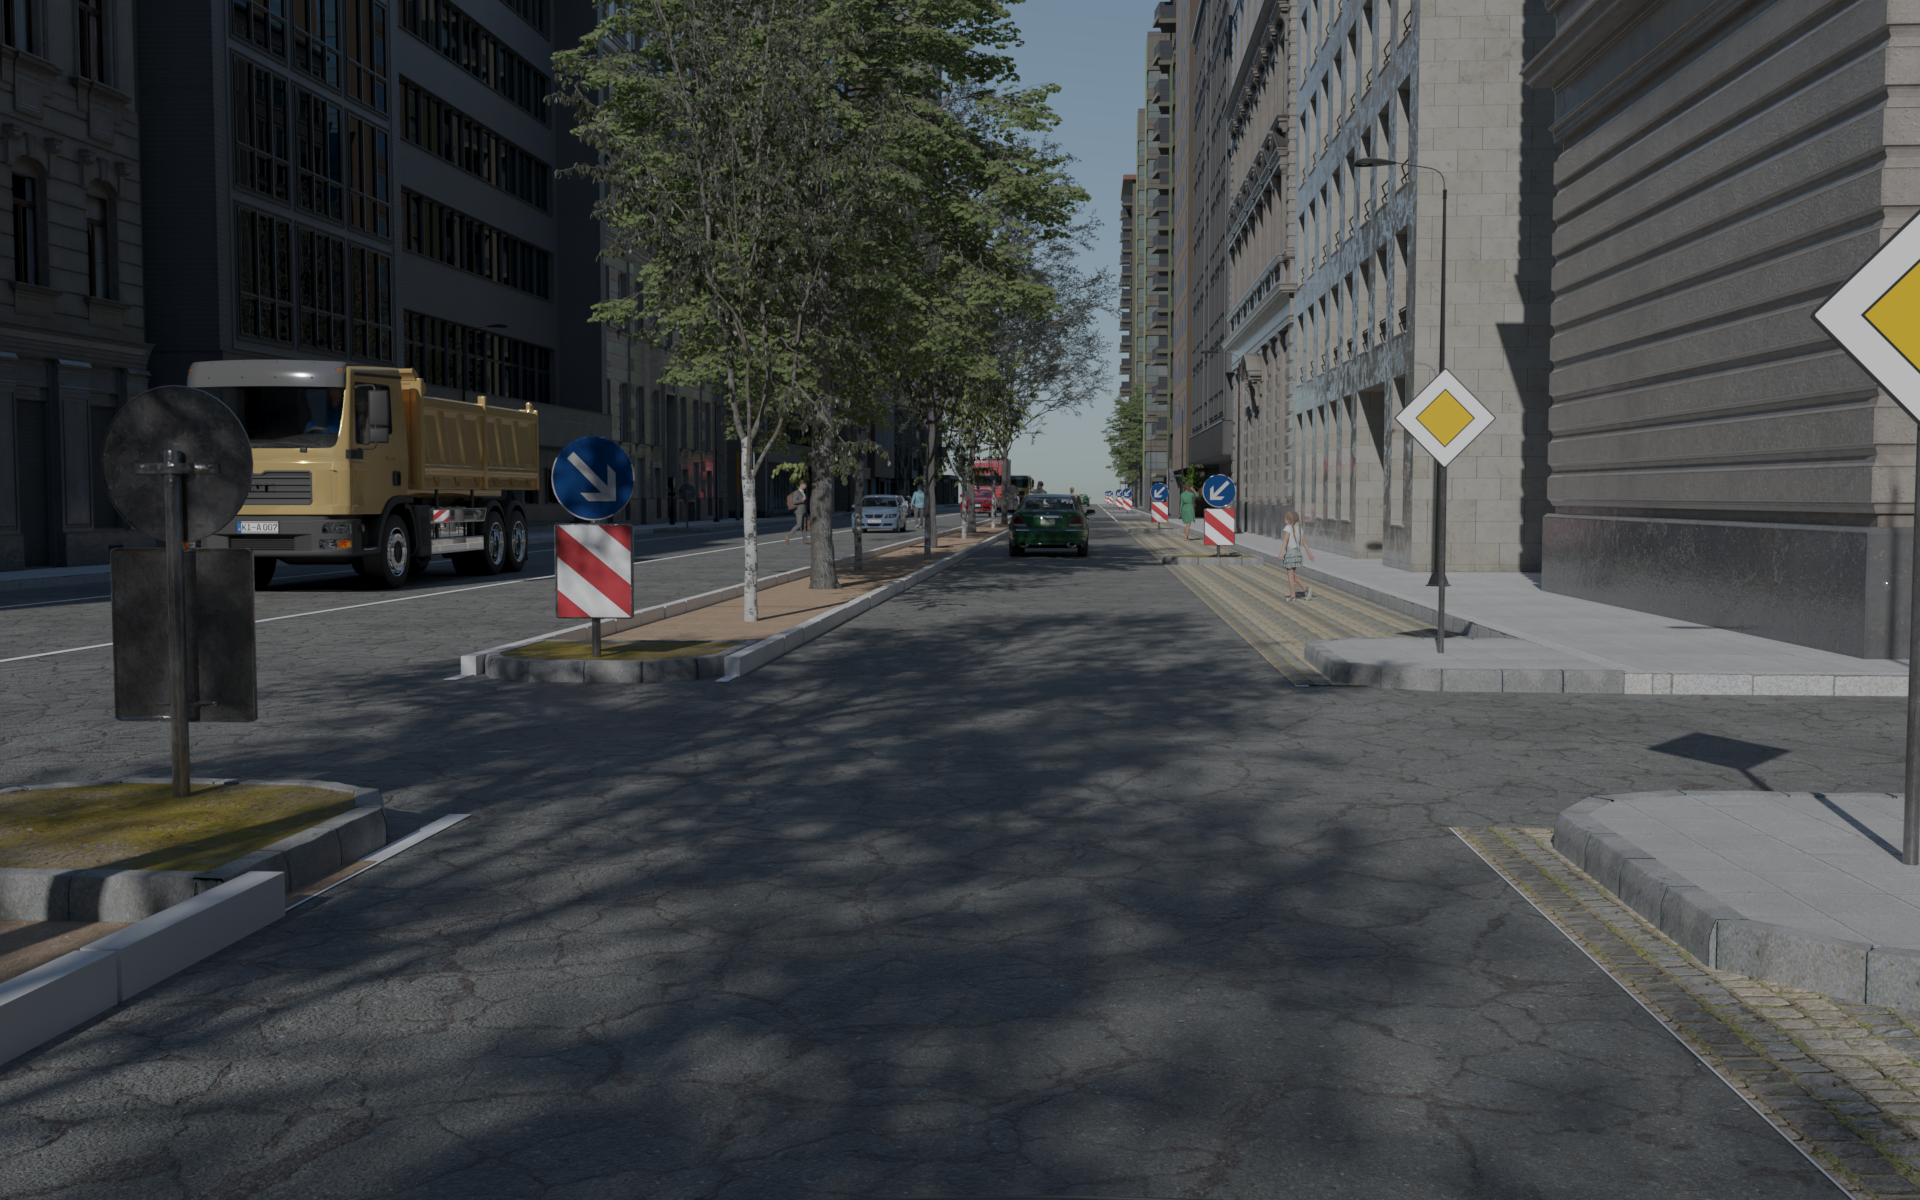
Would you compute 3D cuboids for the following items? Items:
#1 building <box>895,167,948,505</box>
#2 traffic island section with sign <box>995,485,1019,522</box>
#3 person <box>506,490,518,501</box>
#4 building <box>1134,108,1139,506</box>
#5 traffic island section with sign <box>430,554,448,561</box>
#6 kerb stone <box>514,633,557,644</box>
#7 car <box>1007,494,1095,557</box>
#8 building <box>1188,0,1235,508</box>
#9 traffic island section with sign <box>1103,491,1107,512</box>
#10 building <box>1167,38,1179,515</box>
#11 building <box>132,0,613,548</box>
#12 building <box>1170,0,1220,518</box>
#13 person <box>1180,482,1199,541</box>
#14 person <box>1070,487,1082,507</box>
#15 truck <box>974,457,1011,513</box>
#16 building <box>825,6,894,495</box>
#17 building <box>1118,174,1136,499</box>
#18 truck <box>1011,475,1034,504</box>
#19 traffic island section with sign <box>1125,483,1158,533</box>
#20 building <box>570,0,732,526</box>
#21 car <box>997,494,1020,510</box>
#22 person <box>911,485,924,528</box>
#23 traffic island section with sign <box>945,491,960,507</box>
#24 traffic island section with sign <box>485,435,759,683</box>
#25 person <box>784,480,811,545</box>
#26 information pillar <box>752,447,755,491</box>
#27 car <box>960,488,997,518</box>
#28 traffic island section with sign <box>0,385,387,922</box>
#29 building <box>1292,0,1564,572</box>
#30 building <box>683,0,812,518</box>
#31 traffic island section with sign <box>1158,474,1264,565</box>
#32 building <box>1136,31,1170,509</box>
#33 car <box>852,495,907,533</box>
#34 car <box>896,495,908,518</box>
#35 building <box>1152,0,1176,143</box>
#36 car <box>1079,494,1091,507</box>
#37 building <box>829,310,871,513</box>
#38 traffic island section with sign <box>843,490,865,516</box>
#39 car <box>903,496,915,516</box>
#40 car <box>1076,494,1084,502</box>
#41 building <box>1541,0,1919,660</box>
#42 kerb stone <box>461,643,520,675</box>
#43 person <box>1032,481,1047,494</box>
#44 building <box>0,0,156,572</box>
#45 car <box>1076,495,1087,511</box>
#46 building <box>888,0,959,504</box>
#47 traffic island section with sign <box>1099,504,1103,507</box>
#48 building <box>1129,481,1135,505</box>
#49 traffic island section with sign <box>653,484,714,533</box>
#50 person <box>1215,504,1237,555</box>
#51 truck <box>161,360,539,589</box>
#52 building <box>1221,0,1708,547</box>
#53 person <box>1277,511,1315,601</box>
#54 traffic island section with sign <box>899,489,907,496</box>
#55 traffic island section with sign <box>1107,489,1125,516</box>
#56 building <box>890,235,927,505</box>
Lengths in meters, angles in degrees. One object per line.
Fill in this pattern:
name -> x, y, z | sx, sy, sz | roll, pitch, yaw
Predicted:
building -> -13.000, -33.541, 203.018 | 22.147, 44.769, 28.867 | 0, 4, 4
traffic island section with sign -> 2.664, -4.950, 89.068 | 2.006, 1.907, 1.989 | 0, 4, 4
person -> -11.615, -2.208, 44.813 | 0.699, 1.804, 1.509 | -1, 4, -8
building -> 25.903, -30.757, 186.476 | 14.154, 41.232, 14.086 | 0, 4, 4
traffic island section with sign -> -12.305, -1.779, 37.717 | 1.989, 1.847, 2.006 | 0, 4, 4
kerb stone -> -3.773, 0.427, 15.221 | 0.120, 0.150, 1.000 | 0, 4, 4
car -> 2.139, -1.788, 41.028 | 2.131, 1.459, 4.920 | 0, 4, 4
building -> 17.955, -17.287, 76.149 | 14.314, 27.812, 24.014 | 0, 4, 4
traffic island section with sign -> 12.812, -8.063, 140.450 | 1.989, 1.847, 2.006 | 0, 4, 4
building -> 20.592, -20.892, 113.280 | 14.160, 30.474, 14.107 | 0, 4, 4
building -> -20.630, -14.004, 48.033 | 14.314, 24.678, 30.058 | 0, 4, 4
building -> 19.582, -27.439, 98.735 | 14.600, 45.320, 14.200 | 0, 4, 4
person -> 6.906, -2.681, 52.588 | 0.600, 1.795, 0.529 | 2, 4, 32
person -> 5.140, -4.218, 78.139 | 0.731, 1.740, 0.598 | 1, 4, 10
truck -> 2.461, -8.923, 134.801 | 2.839, 4.237, 11.283 | 0, 4, 5
building -> -13.279, -30.424, 147.550 | 14.600, 45.320, 14.200 | 0, 4, 4
building -> 32.497, -35.328, 232.229 | 22.147, 44.769, 28.867 | 0, 4, 4
truck -> 6.194, -11.318, 180.974 | 3.469, 3.379, 9.791 | 0, 4, 5
traffic island section with sign -> 7.200, -3.370, 63.728 | 1.989, 1.847, 2.006 | 0, 4, 4
building -> -18.335, -17.054, 76.099 | 12.463, 27.353, 25.104 | 0, 4, 4
car -> 4.220, -8.912, 154.387 | 2.281, 1.827, 5.304 | 0, 4, 4
person -> -1.734, -3.959, 73.254 | 0.660, 1.820, 0.620 | -1, 4, -12
traffic island section with sign -> -0.652, -11.533, 197.184 | 1.989, 1.847, 2.006 | 0, 4, 4
traffic island section with sign -> -2.804, -0.366, 14.128 | 2.006, 1.907, 1.989 | 0, 4, 4
person -> -4.564, -2.494, 49.249 | 0.822, 1.834, 0.622 | 0, 4, 5
information pillar -> -10.310, -5.811, 86.360 | 0.183, 3.616, 0.504 | 0, 4, 0
car -> 1.169, -6.041, 107.439 | 2.281, 1.827, 5.304 | 0, 4, 4
traffic island section with sign -> -3.353, 0.085, 6.741 | 2.006, 1.907, 1.989 | 0, 4, 4
building -> 13.212, -11.077, 35.855 | 10.420, 20.320, 16.860 | 0, 4, 4
building -> -20.119, -29.200, 101.114 | 21.300, 48.544, 21.600 | 0, 4, 4
traffic island section with sign -> 5.158, -1.649, 35.582 | 1.989, 1.847, 2.006 | 0, 4, 4
building -> 23.643, -28.933, 156.654 | 14.154, 41.232, 14.086 | 0, 4, 4
car -> -2.998, -3.241, 64.989 | 2.014, 1.417, 4.499 | 0, 4, 3
car -> -4.123, -5.602, 103.960 | 2.083, 1.381, 4.827 | 0, 4, 2
building -> 26.116, -29.316, 133.946 | 22.147, 44.769, 28.867 | 0, 4, 4
car -> 13.959, -11.443, 198.883 | 2.131, 1.459, 4.920 | 0, 4, 5
building -> -22.137, -17.267, 127.355 | 27.650, 21.520, 28.899 | 0, 4, 4
traffic island section with sign -> -6.658, -6.511, 115.080 | 1.989, 1.847, 2.006 | 0, 4, 4
car -> -3.955, -6.144, 113.033 | 1.945, 1.354, 3.894 | 0, 4, 6
car -> 11.516, -10.098, 175.318 | 2.015, 1.641, 3.980 | 0, 4, 3
building -> 16.576, -11.495, 16.822 | 19.941, 23.489, 11.050 | 0, 4, 4
kerb stone -> -3.852, 0.489, 14.198 | 0.120, 0.150, 1.000 | 0, 4, 4
person -> 2.433, -2.861, 55.080 | 0.655, 1.846, 0.447 | -2, 4, -32
building -> -20.700, -10.692, 23.969 | 9.793, 20.994, 18.267 | 0, 4, 4
car -> 5.332, -4.706, 86.735 | 2.009, 1.686, 4.222 | 0, 4, 6
building -> -10.694, -48.258, 227.271 | 20.563, 71.187, 20.611 | 0, 4, 4
traffic island section with sign -> 16.874, -11.455, 195.910 | 1.989, 1.847, 2.006 | 0, 4, 4
building -> 36.433, -31.384, 205.013 | 32.217, 40.220, 23.993 | 0, 4, 4
traffic island section with sign -> -10.305, -3.449, 65.012 | 1.989, 1.847, 2.006 | 0, 4, 4
person -> 6.176, -1.630, 40.172 | 0.505, 1.210, 0.382 | -2, 4, -35
truck -> -9.571, -1.977, 28.244 | 3.469, 3.379, 9.791 | 0, 4, 4
building -> 14.179, -13.802, 54.537 | 11.050, 23.489, 19.941 | 0, 4, 4
person -> 4.430, -0.577, 22.950 | 0.505, 1.210, 0.382 | -3, 5, -44
traffic island section with sign -> -4.684, -8.155, 141.964 | 1.989, 1.847, 2.006 | 0, 4, 4
traffic island section with sign -> 10.848, -6.415, 113.521 | 1.989, 1.847, 2.006 | 0, 4, 4
building -> -10.821, -25.034, 181.005 | 14.160, 30.474, 14.107 | 0, 4, 4
